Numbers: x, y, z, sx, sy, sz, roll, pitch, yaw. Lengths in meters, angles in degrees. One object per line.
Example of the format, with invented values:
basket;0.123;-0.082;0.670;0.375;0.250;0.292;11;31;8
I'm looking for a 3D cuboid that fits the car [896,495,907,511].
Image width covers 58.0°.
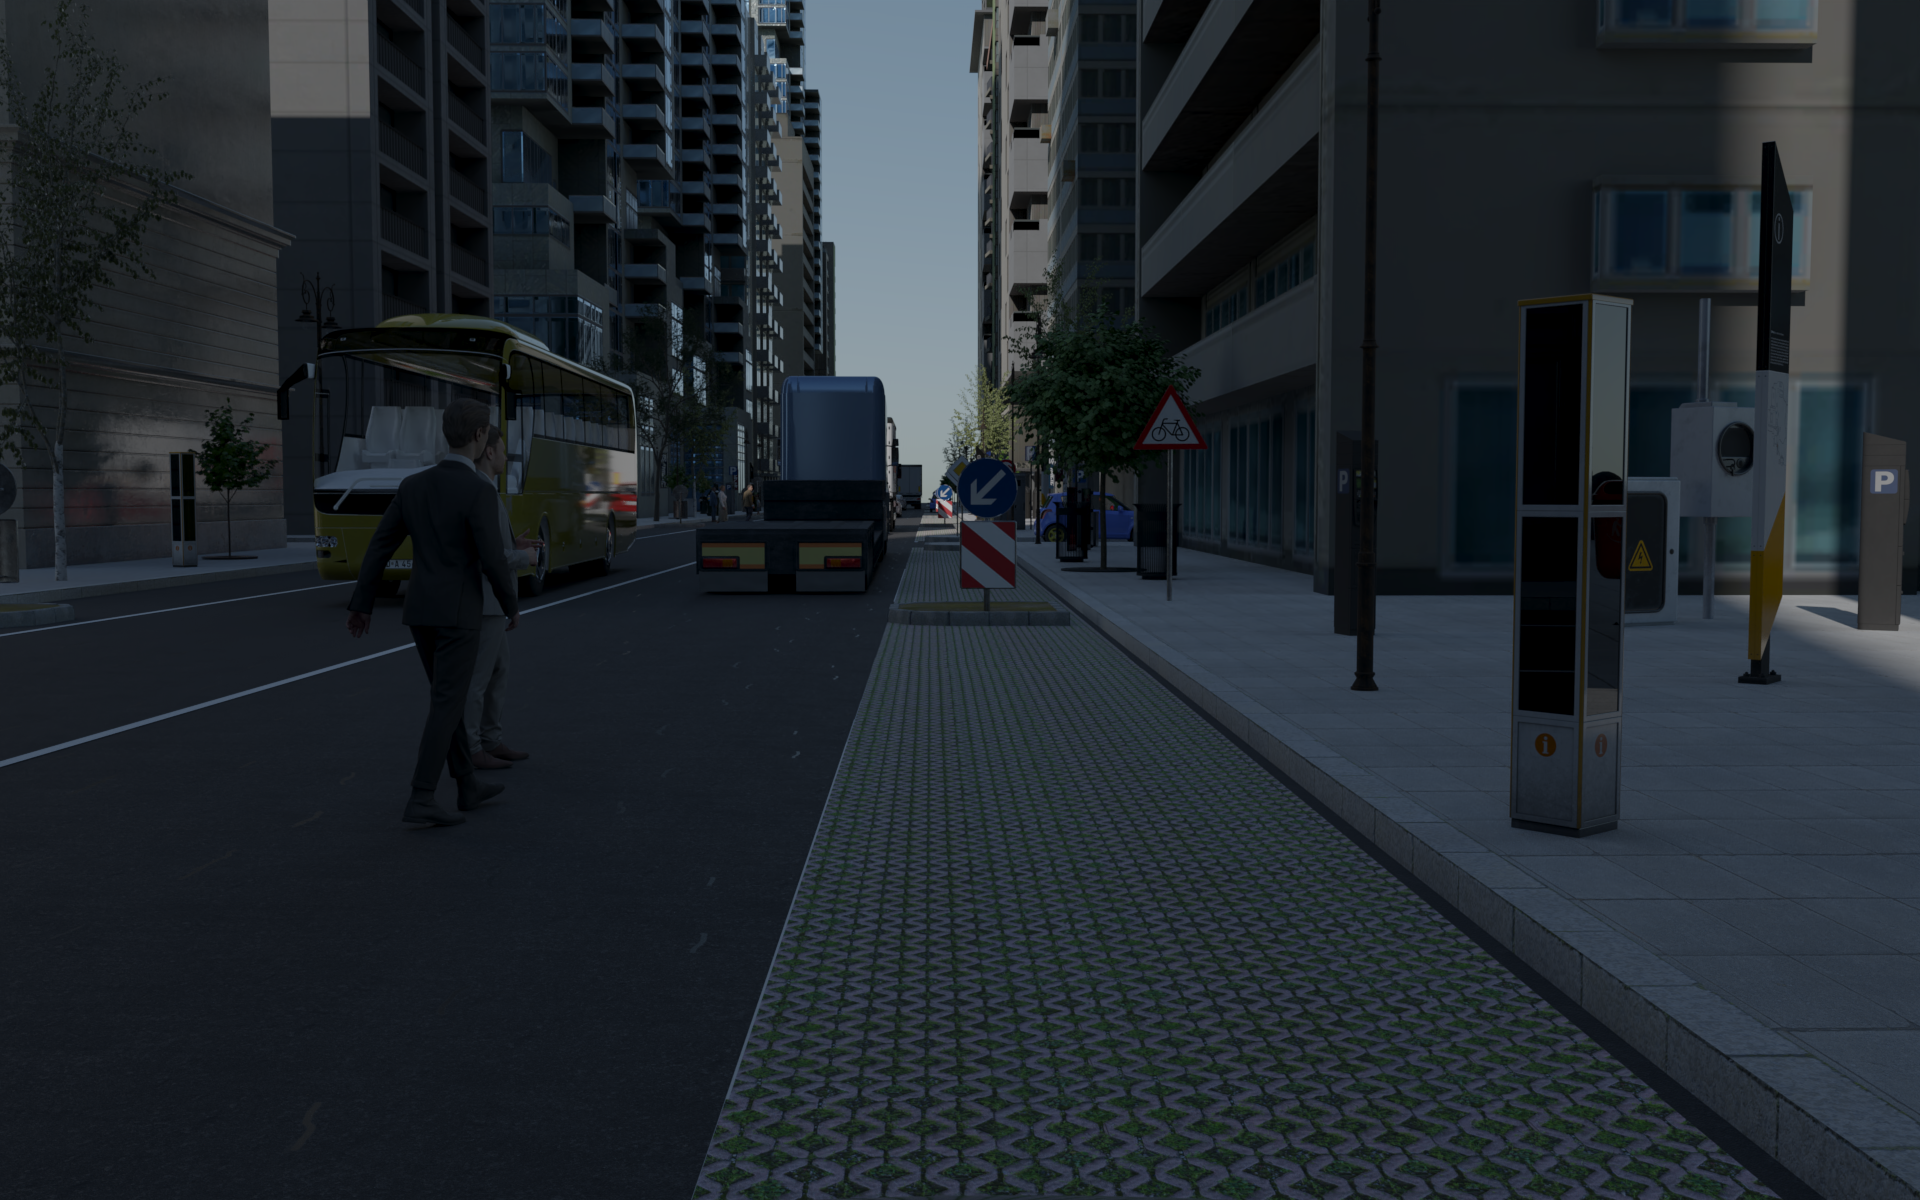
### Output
car;-5.641;-8.452;150.558;2.083;1.381;4.827;0;4;1

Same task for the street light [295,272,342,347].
street light;-13.345;-3.877;36.178;0.468;5.910;1.993;0;4;-1

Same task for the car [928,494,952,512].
car;-1.572;-7.853;137.990;1.945;1.707;3.694;0;4;-1

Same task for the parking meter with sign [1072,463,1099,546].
parking meter with sign;2.987;-2.787;41.832;0.543;3.016;1.738;1;4;16

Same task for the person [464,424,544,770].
person;-2.415;-0.024;9.093;0.583;1.804;0.606;-2;4;-35

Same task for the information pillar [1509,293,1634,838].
information pillar;2.320;-0.128;6.588;0.304;2.012;0.304;-3;5;-40

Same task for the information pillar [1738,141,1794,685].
information pillar;5.510;-1.249;11.770;0.183;3.616;0.504;3;5;40

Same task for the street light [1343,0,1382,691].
street light;2.651;-2.348;11.171;0.468;5.910;1.993;0;4;-1

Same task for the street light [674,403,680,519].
street light;-14.258;-7.007;87.349;0.468;5.910;1.993;0;4;-1

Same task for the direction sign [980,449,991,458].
direction sign;1.231;-5.840;87.485;0.876;3.537;0.379;-3;5;-39

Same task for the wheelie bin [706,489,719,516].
wheelie bin;-14.319;-5.670;100.614;0.693;1.594;0.980;1;4;13

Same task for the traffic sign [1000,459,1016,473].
traffic sign;1.669;-3.842;62.926;0.768;2.556;0.104;1;4;9

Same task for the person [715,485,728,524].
person;-9.666;-3.750;70.043;0.641;1.798;0.478;1;4;21

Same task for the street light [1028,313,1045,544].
street light;2.004;-4.374;44.297;0.468;5.910;1.993;0;4;-1

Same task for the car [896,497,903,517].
car;-4.583;-5.829;107.658;2.083;1.381;4.827;0;4;0

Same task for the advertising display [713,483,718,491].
advertising display;-14.723;-6.073;104.506;0.123;1.923;0.974;-1;4;-19

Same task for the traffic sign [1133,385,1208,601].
traffic sign;2.511;-1.267;20.714;0.884;2.594;0.081;0;4;2

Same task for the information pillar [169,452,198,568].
information pillar;-13.605;-1.581;30.348;0.304;2.012;0.304;2;4;28

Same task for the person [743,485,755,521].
person;-9.138;-4.067;74.912;0.656;1.842;0.836;1;4;18

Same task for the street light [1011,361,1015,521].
street light;1.831;-5.342;60.126;0.468;5.910;1.993;0;4;-1

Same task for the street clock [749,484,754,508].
street clock;-14.781;-7.228;122.753;0.358;2.002;0.471;-2;4;-33

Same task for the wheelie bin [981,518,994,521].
wheelie bin;1.350;-4.500;81.487;0.980;1.594;0.693;0;4;3

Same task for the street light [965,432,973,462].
street light;0.828;-9.387;126.262;0.468;5.910;1.993;0;4;-1

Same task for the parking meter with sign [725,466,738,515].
parking meter with sign;-14.370;-6.843;108.142;0.543;3.016;1.738;1;4;8

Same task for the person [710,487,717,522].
person;-12.640;-4.906;88.901;0.419;1.800;0.721;-1;4;-18

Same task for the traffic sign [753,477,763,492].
traffic sign;-14.691;-7.693;125.894;0.768;2.556;0.104;0;4;0

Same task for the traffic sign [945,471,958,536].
traffic sign;-0.081;-2.997;52.649;0.795;2.450;0.064;0;4;-1

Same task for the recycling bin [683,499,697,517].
recycling bin;-15.239;-5.203;97.629;0.722;1.027;0.722;0;4;-4

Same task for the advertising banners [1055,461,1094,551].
advertising banners;2.534;-2.613;38.916;0.090;3.025;2.074;2;4;29

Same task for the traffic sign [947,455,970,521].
traffic sign;0.055;-2.509;44.665;0.795;2.450;0.064;0;4;-1

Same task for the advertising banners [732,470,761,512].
advertising banners;-15.240;-7.775;123.308;2.074;3.025;0.090;0;4;0

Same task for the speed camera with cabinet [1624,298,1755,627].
speed camera with cabinet;6.989;-1.397;17.173;2.038;3.252;0.660;-2;4;-24

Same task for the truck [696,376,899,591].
truck;-2.755;-2.690;33.748;2.967;4.110;18.799;0;4;-1

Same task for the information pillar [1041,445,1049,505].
information pillar;3.170;-4.465;64.350;0.183;3.616;0.504;2;4;29

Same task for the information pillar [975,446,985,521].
information pillar;0.966;-5.654;83.797;0.504;3.616;0.183;-2;4;-33

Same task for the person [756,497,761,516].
person;-13.058;-6.044;112.000;0.352;1.250;0.332;1;4;16

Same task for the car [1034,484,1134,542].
car;3.900;-2.363;48.221;3.694;1.707;1.945;0;4;-1

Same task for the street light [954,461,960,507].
street light;-0.068;-12.118;170.910;0.468;5.910;1.993;0;4;-1

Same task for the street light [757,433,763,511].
street light;-14.909;-9.564;129.157;0.468;5.910;1.993;0;4;-1

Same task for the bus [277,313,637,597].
bus;-7.216;-2.192;27.387;2.896;3.916;12.252;0;4;-3

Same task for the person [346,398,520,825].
person;-2.219;0.038;7.654;0.659;1.850;0.755;2;4;28

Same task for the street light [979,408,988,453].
street light;1.251;-7.364;93.193;0.468;5.910;1.993;0;4;-1

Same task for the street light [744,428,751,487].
street light;-14.896;-9.069;121.071;0.468;5.910;1.993;0;4;-1

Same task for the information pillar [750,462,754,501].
information pillar;-15.212;-8.261;126.420;0.183;3.616;0.504;1;4;18

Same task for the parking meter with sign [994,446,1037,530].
parking meter with sign;1.957;-4.022;62.019;1.738;3.016;0.543;-3;5;-42
